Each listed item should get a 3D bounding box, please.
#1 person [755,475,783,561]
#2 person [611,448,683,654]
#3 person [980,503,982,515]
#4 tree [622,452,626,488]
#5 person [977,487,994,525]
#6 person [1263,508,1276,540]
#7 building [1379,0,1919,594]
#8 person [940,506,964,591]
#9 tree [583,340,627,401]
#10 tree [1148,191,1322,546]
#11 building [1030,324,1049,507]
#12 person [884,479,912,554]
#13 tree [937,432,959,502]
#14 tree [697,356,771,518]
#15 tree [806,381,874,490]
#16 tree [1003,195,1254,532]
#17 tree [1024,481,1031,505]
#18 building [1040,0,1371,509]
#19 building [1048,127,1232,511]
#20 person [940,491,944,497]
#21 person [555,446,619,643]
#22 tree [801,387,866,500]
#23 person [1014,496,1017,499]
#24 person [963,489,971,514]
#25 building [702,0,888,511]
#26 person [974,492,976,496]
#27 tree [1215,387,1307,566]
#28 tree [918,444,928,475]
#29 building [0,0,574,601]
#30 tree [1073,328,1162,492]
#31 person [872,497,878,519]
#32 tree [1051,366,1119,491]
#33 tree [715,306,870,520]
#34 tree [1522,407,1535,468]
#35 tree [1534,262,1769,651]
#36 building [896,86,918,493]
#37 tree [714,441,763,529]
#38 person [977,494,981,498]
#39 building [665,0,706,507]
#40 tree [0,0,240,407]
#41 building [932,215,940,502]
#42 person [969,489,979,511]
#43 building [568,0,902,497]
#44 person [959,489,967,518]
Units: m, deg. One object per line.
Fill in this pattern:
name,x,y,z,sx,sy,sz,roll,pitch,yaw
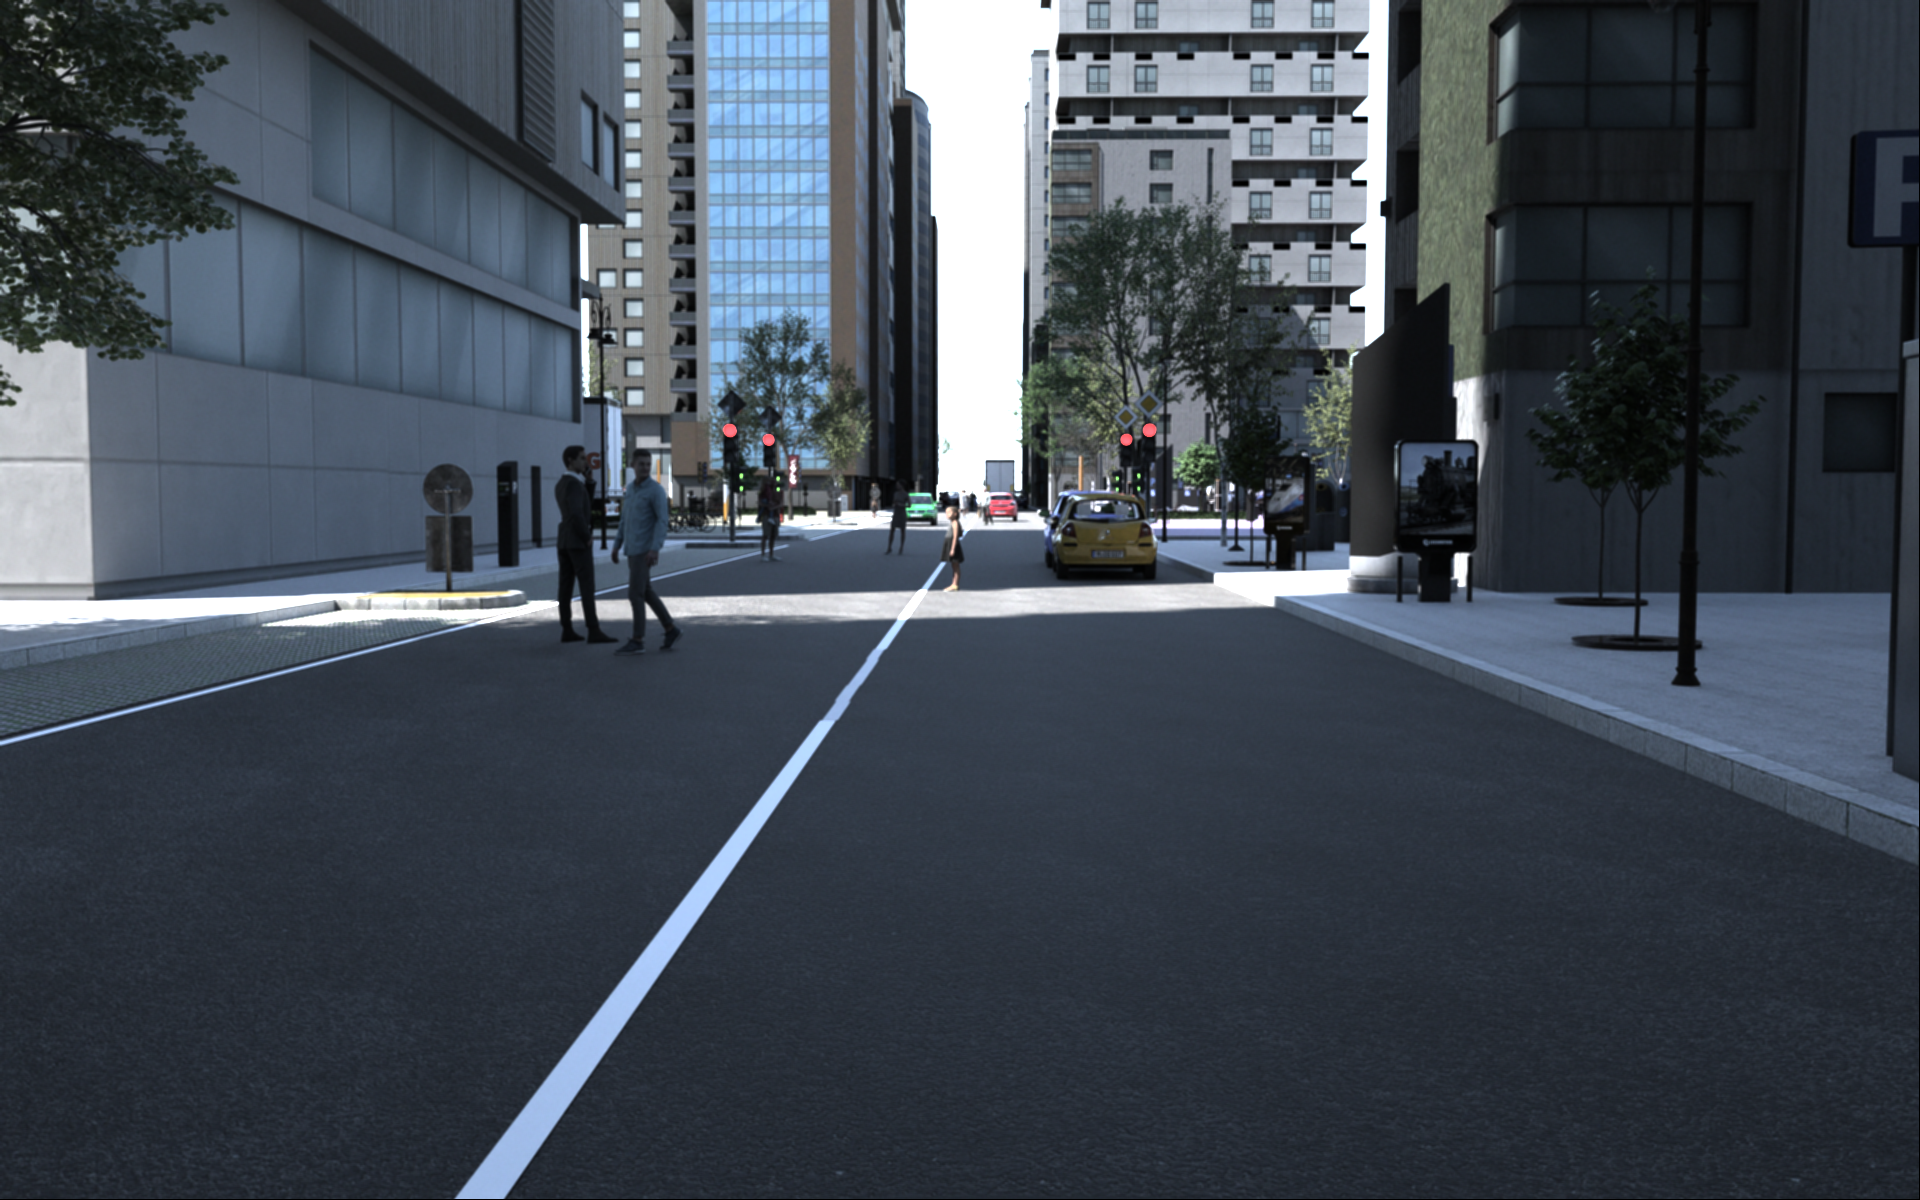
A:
person,-4.086,-1.748,37.048,0.573,1.828,0.580,0,4,7
person,-2.802,-0.446,15.648,0.748,1.841,0.638,-2,4,-33
person,1.565,-6.573,120.247,0.640,1.303,0.475,2,4,28
tree,-23.008,-8.025,114.914,4.285,4.588,4.351,0,3,0
person,1.136,-4.350,80.108,0.782,1.767,0.515,3,4,37
person,9.209,-2.559,50.529,0.709,1.800,0.728,1,4,19
building,14.194,-15.696,28.325,14.160,30.474,14.107,0,4,1
person,-0.123,-0.760,25.593,0.373,1.253,0.362,-1,4,-10
tree,-17.626,-7.928,79.984,4.737,8.622,4.395,0,3,0
tree,6.506,-5.611,42.101,4.360,8.622,3.978,0,3,0
building,21.840,-21.131,190.537,27.650,21.520,28.899,0,4,1
person,-1.474,-1.977,41.169,0.599,1.781,0.374,2,4,29
tree,-3.974,-22.240,289.383,9.928,11.665,9.643,0,3,0
tree,-11.981,-8.668,92.092,4.360,8.622,3.978,0,3,0
tree,-7.654,-9.771,110.126,4.737,8.622,4.395,0,3,0
tree,6.136,-8.167,59.286,9.928,11.665,9.643,0,3,0
tree,8.596,-13.375,213.288,1.663,3.219,1.824,0,3,0
building,22.046,-34.934,160.412,28.713,52.752,27.495,0,4,1
building,14.165,-22.555,140.475,14.160,30.474,14.107,0,4,1
person,-2.156,-13.367,227.028,1.348,1.826,0.705,-3,5,-41
person,-3.668,-0.548,16.822,0.474,1.900,0.648,-3,4,-37
tree,-8.251,-10.132,116.023,4.360,8.622,3.978,0,3,0
person,4.485,-8.834,153.645,1.217,1.736,0.721,1,4,15
person,0.508,-7.088,124.745,0.716,1.782,0.532,2,4,33
building,-13.557,-30.615,150.661,14.600,45.320,14.200,0,4,1
person,2.290,-15.405,261.294,0.530,1.710,0.541,3,5,43
tree,5.410,-2.241,31.249,1.663,3.219,1.824,0,3,0
tree,-6.182,-15.527,204.227,4.360,8.622,3.978,0,3,0
building,-22.323,-27.152,33.181,27.495,52.752,28.713,0,4,1
tree,6.891,-7.770,77.403,4.737,8.622,4.395,0,3,0
person,-4.797,-5.153,97.427,0.362,1.253,0.373,3,4,38
tree,7.466,-9.072,98.682,4.360,8.622,3.978,0,3,0
tree,-8.211,-9.223,85.212,8.767,10.594,7.601,1,4,15
tree,7.370,-1.566,20.210,1.663,3.219,1.824,0,3,0
tree,5.851,-1.218,14.515,1.663,3.219,1.824,0,3,0
building,-11.885,-33.179,192.585,14.600,45.320,14.200,0,4,1
tree,-8.015,-4.202,63.311,1.663,3.219,1.824,0,3,0
person,2.845,-14.547,249.529,0.799,1.438,0.628,-2,4,-30
building,-14.584,-29.749,136.505,14.600,45.320,14.200,0,4,1
tree,-9.895,-5.843,13.664,7.486,12.596,7.792,0,3,0
building,-10.396,-37.907,269.892,14.600,45.320,14.200,0,4,1
person,1.041,-8.252,143.419,1.348,1.824,0.705,3,5,44
building,-20.608,-35.605,171.380,28.713,52.752,27.495,0,4,1
person,0.109,-5.699,102.421,0.466,1.731,0.760,3,5,41
